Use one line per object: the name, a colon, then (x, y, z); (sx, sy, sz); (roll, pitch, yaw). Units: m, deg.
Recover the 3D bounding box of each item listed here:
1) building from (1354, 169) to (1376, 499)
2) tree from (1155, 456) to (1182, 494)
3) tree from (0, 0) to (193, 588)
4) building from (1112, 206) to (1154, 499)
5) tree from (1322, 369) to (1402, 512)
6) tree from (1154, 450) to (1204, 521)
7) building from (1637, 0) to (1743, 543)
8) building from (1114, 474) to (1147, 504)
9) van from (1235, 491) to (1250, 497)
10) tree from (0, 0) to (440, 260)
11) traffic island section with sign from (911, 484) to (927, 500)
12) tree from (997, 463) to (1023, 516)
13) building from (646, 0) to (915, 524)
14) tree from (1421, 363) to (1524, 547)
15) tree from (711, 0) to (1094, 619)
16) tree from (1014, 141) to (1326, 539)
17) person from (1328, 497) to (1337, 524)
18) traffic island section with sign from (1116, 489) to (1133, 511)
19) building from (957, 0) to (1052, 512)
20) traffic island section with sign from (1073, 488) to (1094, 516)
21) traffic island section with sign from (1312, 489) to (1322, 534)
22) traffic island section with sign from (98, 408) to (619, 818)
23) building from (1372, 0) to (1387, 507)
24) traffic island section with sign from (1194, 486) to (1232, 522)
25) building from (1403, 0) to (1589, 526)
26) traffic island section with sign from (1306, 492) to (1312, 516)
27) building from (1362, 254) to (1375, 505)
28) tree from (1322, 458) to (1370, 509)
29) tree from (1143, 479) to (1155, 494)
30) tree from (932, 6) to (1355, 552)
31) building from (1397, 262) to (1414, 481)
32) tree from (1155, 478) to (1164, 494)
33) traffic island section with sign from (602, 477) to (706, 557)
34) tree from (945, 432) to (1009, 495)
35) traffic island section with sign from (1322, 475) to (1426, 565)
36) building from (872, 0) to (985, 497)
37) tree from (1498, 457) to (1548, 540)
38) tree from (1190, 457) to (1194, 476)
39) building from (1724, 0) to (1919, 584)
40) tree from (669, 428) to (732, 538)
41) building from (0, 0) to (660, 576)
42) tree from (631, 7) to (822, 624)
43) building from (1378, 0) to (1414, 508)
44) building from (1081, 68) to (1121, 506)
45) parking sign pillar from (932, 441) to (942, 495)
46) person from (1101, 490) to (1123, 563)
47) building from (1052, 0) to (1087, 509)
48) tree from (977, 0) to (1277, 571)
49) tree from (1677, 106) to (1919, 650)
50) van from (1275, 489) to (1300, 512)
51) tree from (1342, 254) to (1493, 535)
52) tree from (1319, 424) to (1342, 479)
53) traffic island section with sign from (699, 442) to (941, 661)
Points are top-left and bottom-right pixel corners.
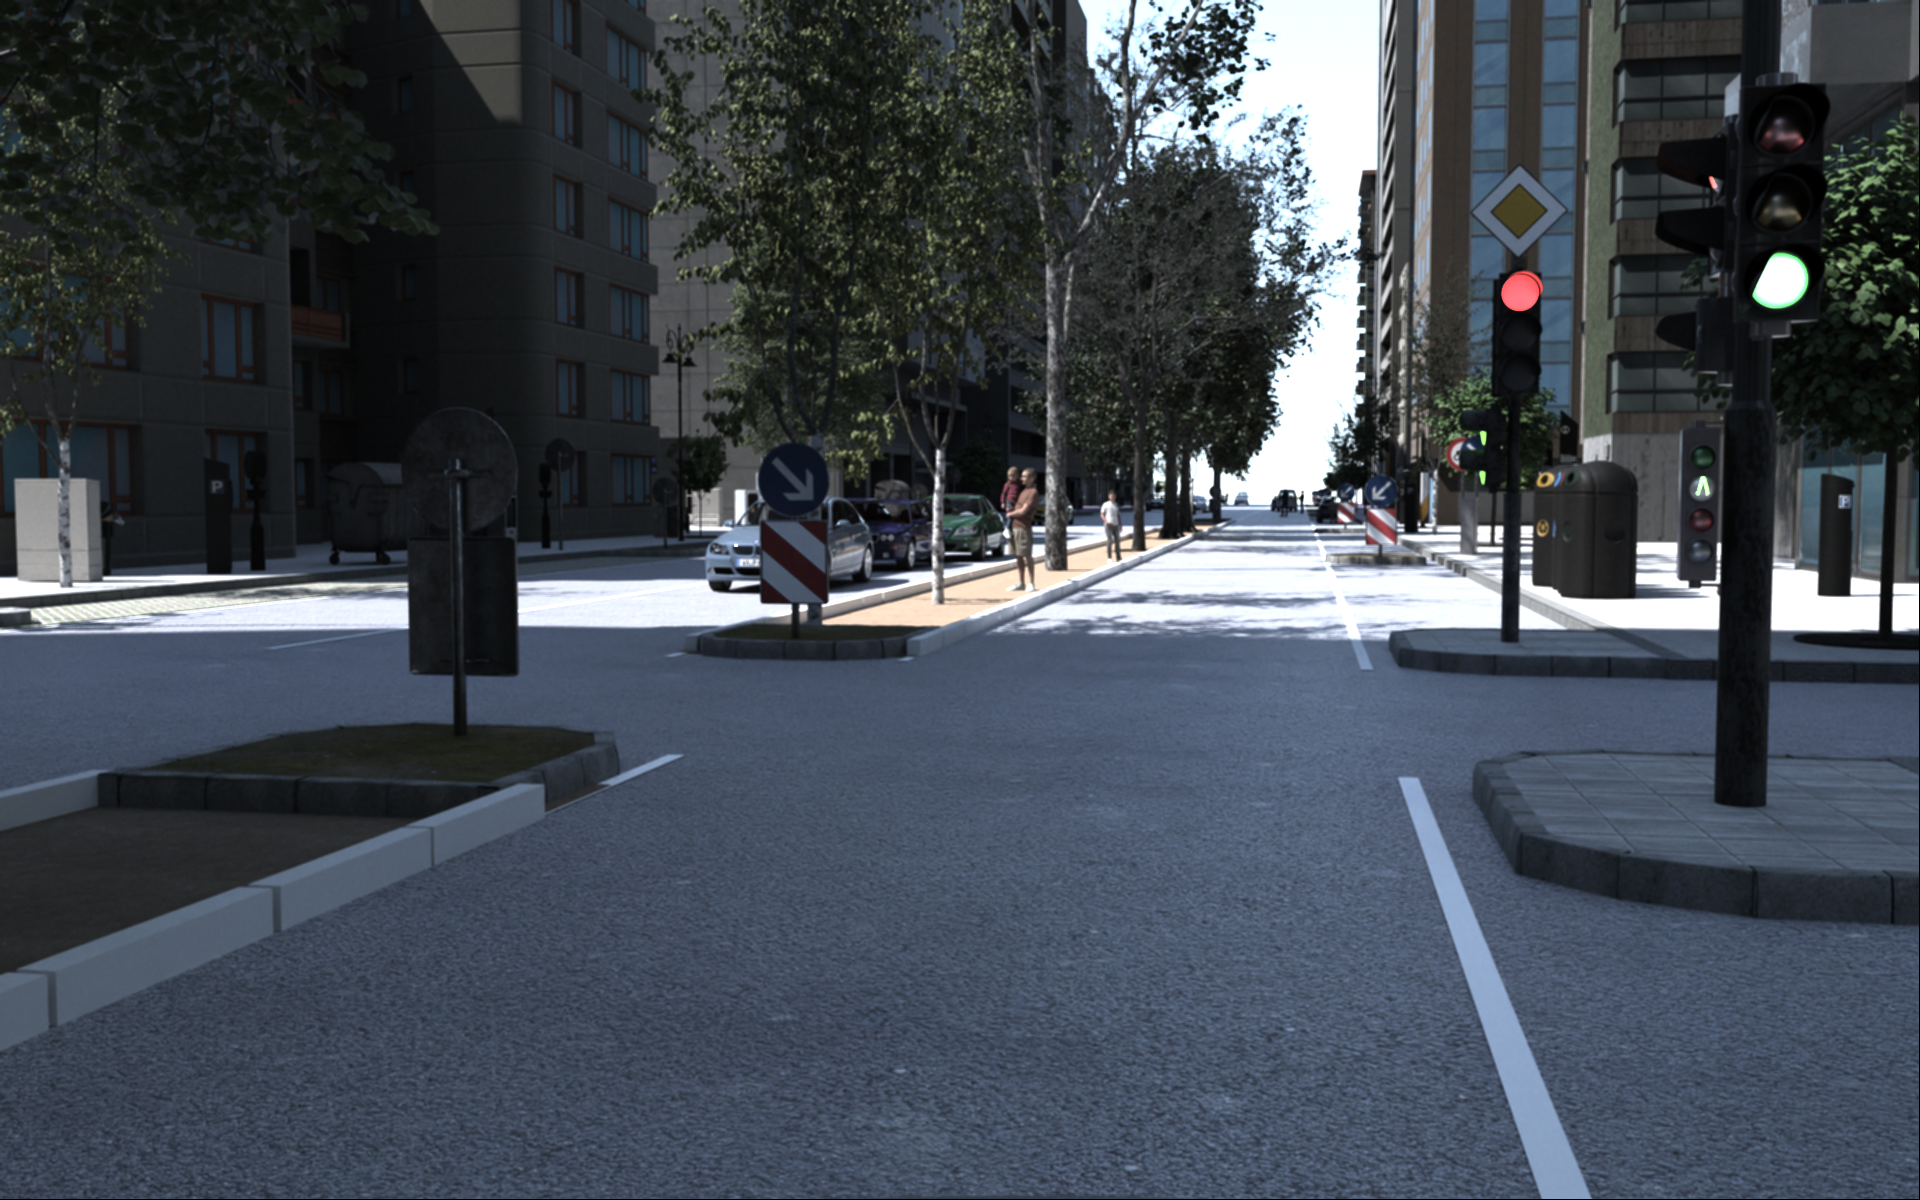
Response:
building: (63.379, -35.042, 227.566); (22.147, 44.769, 28.867); (1, 4, 11)
tree: (27.267, -16.989, 228.130); (4.360, 8.622, 3.978); (0, 3, 0)
tree: (-12.415, -4.488, 23.746); (4.737, 8.622, 4.395); (0, 3, 0)
building: (19.408, -34.026, 239.912); (14.154, 41.232, 14.086); (1, 4, 11)
tree: (23.860, -9.206, 100.876); (4.737, 8.622, 4.395); (0, 3, 0)
tree: (10.052, -7.481, 75.135); (4.737, 8.622, 4.395); (0, 3, 0)
building: (25.420, -17.041, 50.326); (14.160, 30.474, 14.107); (1, 4, 11)
building: (7.360, -32.442, 222.304); (32.217, 40.220, 23.993); (1, 4, 11)
van: (39.088, -14.218, 239.470); (2.013, 2.044, 4.112); (1, 4, 12)
tree: (-3.311, -5.132, 4.495); (7.486, 12.596, 7.792); (0, 3, 0)
traffic island section with sign: (-1.645, -3.578, 67.126); (1.989, 1.847, 2.006); (1, 4, 11)
tree: (2.788, -6.664, 103.552); (1.663, 3.219, 1.824); (0, 3, 0)
building: (-13.148, -39.444, 83.163); (20.563, 71.187, 20.611); (1, 4, 11)
tree: (13.040, -3.598, 42.534); (4.285, 4.588, 4.351); (0, 3, 0)
tree: (-0.278, -4.255, 22.391); (4.737, 8.622, 4.395); (0, 3, 0)
tree: (6.806, -8.321, 55.508); (9.611, 12.733, 9.660); (0, 3, 0)
person: (17.947, -4.323, 83.454); (0.475, 1.303, 0.640); (-2, 4, -33)
traffic island section with sign: (13.199, -8.189, 142.525); (1.989, 1.847, 2.006); (1, 4, 11)
building: (-5.027, -31.136, 132.767); (21.300, 48.544, 21.600); (1, 4, 11)
traffic island section with sign: (7.920, -6.552, 115.755); (1.989, 1.847, 2.006); (1, 4, 11)
traffic island section with sign: (13.980, -3.345, 63.324); (1.989, 1.847, 2.006); (1, 4, 11)
traffic island section with sign: (-2.781, -0.030, 8.635); (2.006, 1.907, 1.989); (1, 4, 11)
building: (55.241, -39.349, 185.360); (21.231, 58.520, 28.212); (1, 4, 11)
traffic island section with sign: (13.168, -4.984, 89.631); (2.006, 1.907, 1.989); (1, 4, 11)
building: (26.819, -25.903, 73.621); (14.600, 45.320, 14.200); (1, 4, 11)
traffic island section with sign: (23.762, -6.381, 112.956); (1.989, 1.847, 2.006); (1, 4, 11)
building: (55.600, -26.665, 207.670); (14.160, 30.474, 14.107); (1, 4, 11)
tree: (34.763, -10.367, 153.216); (4.285, 4.588, 4.351); (0, 3, 0)
tree: (19.269, -11.618, 184.562); (1.663, 3.219, 1.824); (0, 3, 0)
tree: (4.468, -7.965, 43.062); (12.009, 13.543, 11.850); (0, 3, 0)
building: (45.735, -16.894, 121.255); (27.650, 21.520, 28.899); (1, 4, 11)
tree: (24.145, -13.247, 211.186); (1.663, 3.219, 1.824); (0, 3, 0)
traffic island section with sign: (-6.975, -1.923, 40.062); (1.989, 1.847, 2.006); (1, 4, 11)
tree: (1.016, -6.529, 90.461); (4.285, 4.588, 4.351); (0, 3, 0)
traffic island section with sign: (8.605, -1.673, 35.978); (1.989, 1.847, 2.006); (1, 4, 11)
building: (-13.510, -31.810, 109.333); (28.713, 52.752, 27.495); (1, 4, 11)
tree: (15.629, -3.290, 48.399); (1.663, 3.219, 1.824); (0, 3, 0)
tree: (30.667, -17.880, 242.694); (4.360, 8.622, 3.978); (0, 3, 0)
building: (27.893, -24.807, 25.210); (30.456, 49.044, 23.786); (1, 4, 11)
tree: (-7.664, -3.440, 50.851); (1.663, 3.219, 1.824); (0, 3, 0)
building: (-25.818, -12.085, 42.636); (27.650, 21.520, 28.899); (1, 4, 11)
tree: (-1.434, -3.933, 17.124); (4.737, 8.622, 4.395); (0, 3, 0)
building: (46.944, -31.937, 145.877); (21.300, 48.544, 21.600); (1, 4, 11)
building: (6.059, -35.167, 194.596); (23.786, 49.044, 30.456); (1, 4, 11)
parking sign pillar: (-1.136, -6.047, 87.337); (1.447, 3.967, 1.447); (0, 4, 4)
person: (3.190, -1.519, 35.929); (0.523, 1.515, 0.503); (2, 4, 34)
building: (3.185, -30.541, 149.463); (14.600, 45.320, 14.200); (1, 4, 11)
tree: (2.816, -10.533, 30.559); (12.611, 20.169, 13.585); (0, 3, 0)
tree: (8.022, -1.897, 14.722); (4.285, 4.588, 4.351); (0, 3, 0)
van: (26.916, -8.282, 142.428); (2.013, 2.044, 4.112); (1, 4, 11)
tree: (15.050, -6.352, 54.210); (4.360, 8.622, 3.978); (0, 3, 0)
tree: (38.427, -13.728, 174.812); (4.360, 8.622, 3.978); (0, 3, 0)
traffic island section with sign: (-1.341, -0.475, 15.901); (2.006, 1.907, 1.989); (1, 4, 11)
